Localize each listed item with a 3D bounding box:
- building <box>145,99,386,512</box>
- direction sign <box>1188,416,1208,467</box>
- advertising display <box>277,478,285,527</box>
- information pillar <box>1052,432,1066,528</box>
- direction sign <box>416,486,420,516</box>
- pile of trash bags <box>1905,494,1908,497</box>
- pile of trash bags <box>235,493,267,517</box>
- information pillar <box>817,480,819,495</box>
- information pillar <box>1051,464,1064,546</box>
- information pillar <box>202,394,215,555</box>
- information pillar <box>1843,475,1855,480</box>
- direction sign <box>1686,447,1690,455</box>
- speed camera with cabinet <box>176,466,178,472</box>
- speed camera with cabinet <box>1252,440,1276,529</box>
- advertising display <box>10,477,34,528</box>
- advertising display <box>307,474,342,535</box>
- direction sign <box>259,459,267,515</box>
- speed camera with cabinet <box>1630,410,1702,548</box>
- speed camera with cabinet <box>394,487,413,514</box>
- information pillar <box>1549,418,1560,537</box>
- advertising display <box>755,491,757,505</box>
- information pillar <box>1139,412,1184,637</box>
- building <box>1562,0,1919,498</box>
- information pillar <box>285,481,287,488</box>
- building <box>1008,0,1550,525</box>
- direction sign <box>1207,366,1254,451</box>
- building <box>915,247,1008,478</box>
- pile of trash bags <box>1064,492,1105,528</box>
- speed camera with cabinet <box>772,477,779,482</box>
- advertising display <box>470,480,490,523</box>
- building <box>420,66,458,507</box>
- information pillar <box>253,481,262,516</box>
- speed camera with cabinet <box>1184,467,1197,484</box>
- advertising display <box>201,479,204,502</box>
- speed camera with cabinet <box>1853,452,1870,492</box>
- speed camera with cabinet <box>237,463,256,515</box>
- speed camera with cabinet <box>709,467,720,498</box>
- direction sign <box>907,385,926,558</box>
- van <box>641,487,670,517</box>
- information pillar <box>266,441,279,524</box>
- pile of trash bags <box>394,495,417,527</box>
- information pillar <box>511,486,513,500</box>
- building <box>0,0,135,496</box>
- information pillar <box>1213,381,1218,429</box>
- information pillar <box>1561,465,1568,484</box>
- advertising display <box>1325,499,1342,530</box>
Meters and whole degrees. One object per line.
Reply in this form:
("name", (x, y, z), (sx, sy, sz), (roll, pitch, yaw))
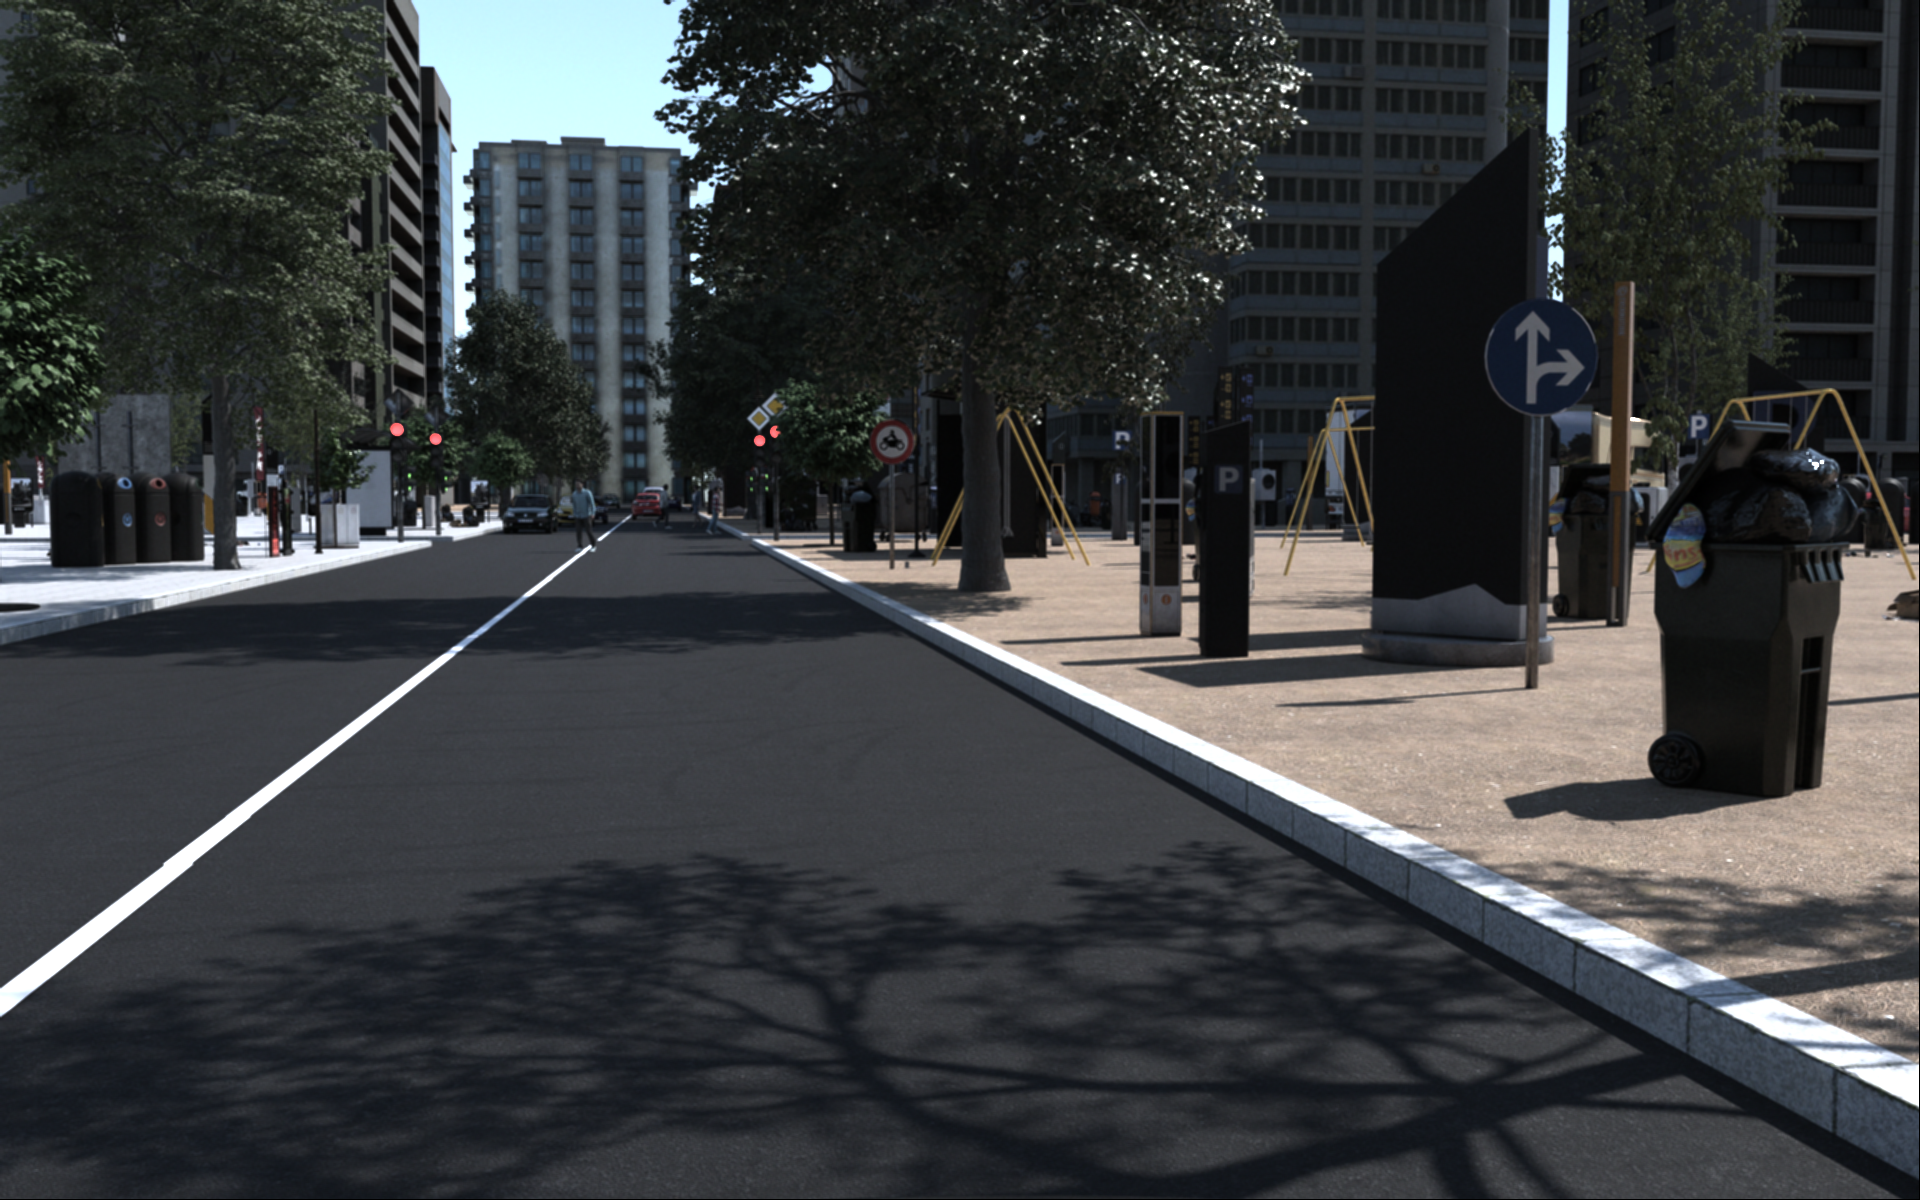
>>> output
("building", (-51.939, -21.971, 130.928), (14.160, 30.474, 14.107), (-1, 4, -10))
("direction sign", (7.042, -3.561, 50.226), (0.876, 3.537, 0.379), (1, 4, 10))
("advertising display", (-26.658, -3.843, 68.049), (0.123, 1.923, 0.974), (-2, 4, -31))
("information pillar", (3.709, -4.494, 64.826), (0.504, 3.616, 0.183), (-1, 4, -13))
("direction sign", (-32.499, -6.822, 103.532), (0.876, 3.537, 0.379), (1, 4, 22))
("pile of trash bags", (36.772, -3.507, 67.095), (1.912, 1.369, 3.447), (3, 5, 41))
("pile of trash bags", (-41.282, -5.450, 98.853), (3.447, 1.369, 1.912), (-3, 5, -40))
("information pillar", (-9.924, -7.871, 120.052), (0.183, 3.616, 0.504), (-3, 5, -40))
("information pillar", (2.413, -2.342, 42.783), (0.304, 2.012, 0.304), (0, 4, 7))
("information pillar", (-15.663, -2.760, 36.480), (0.504, 3.616, 0.183), (-1, 4, -8))
("information pillar", (33.645, -3.737, 65.594), (0.304, 2.012, 0.304), (-1, 4, -18))
("direction sign", (34.999, -5.588, 83.354), (0.379, 3.537, 0.876), (1, 4, 15))
("speed camera with cabinet", (-54.045, -7.741, 120.893), (0.660, 3.252, 2.038), (3, 4, 38))
("speed camera with cabinet", (10.402, -4.162, 62.388), (2.038, 3.252, 0.660), (-2, 4, -28))
("advertising display", (-35.919, -3.725, 66.114), (0.974, 1.923, 0.123), (-1, 4, -14))
("advertising display", (-20.044, -3.017, 54.549), (0.974, 1.923, 0.123), (0, 4, -3))
("direction sign", (-42.378, -6.955, 105.718), (0.876, 3.537, 0.379), (1, 4, 15))
("speed camera with cabinet", (16.788, -2.868, 41.221), (0.660, 3.252, 2.038), (-3, 5, -44))
("speed camera with cabinet", (-35.606, -7.081, 110.109), (0.660, 3.252, 2.038), (1, 4, 15))
("information pillar", (17.634, -3.683, 51.567), (0.183, 3.616, 0.504), (-2, 4, -24))
("advertising display", (-12.969, -6.401, 109.873), (0.974, 1.923, 0.123), (2, 4, 34))
("information pillar", (1.815, -0.681, 15.629), (0.304, 2.012, 0.304), (-1, 4, -14))
("building", (46.068, -39.795, 88.898), (20.611, 71.187, 20.563), (-1, 4, -10))
("information pillar", (-36.910, -5.505, 94.497), (0.304, 2.012, 0.304), (0, 4, 4))
("building", (15.725, -24.196, 87.482), (23.993, 40.220, 32.217), (-1, 4, -10))
("direction sign", (4.922, -2.384, 30.970), (0.876, 3.537, 0.379), (-3, 4, -37))
("building", (12.622, -16.854, 120.598), (27.650, 21.520, 28.899), (-1, 4, -10))
("pile of trash bags", (4.884, -3.490, 66.816), (1.912, 1.369, 3.447), (-1, 4, -9))
("speed camera with cabinet", (-9.935, -6.434, 99.533), (2.038, 3.252, 0.660), (1, 4, 10))
("advertising display", (-21.559, -4.440, 77.810), (0.974, 1.923, 0.123), (1, 4, 17))
("building", (-60.029, -32.274, 177.789), (14.200, 45.320, 14.600), (-1, 4, -10))
("information pillar", (-40.991, -5.907, 101.066), (0.304, 2.012, 0.304), (2, 4, 33))
("speed camera with cabinet", (7.878, -4.151, 62.206), (2.038, 3.252, 0.660), (-2, 4, -24))
("advertising display", (-32.357, -4.276, 75.126), (0.974, 1.923, 0.123), (-1, 4, -13))
("speed camera with cabinet", (40.247, -5.165, 78.791), (2.038, 3.252, 0.660), (0, 4, 1))
("speed camera with cabinet", (-44.895, -7.011, 108.969), (0.660, 3.252, 2.038), (-3, 5, -40))
("speed camera with cabinet", (-14.908, -7.071, 109.946), (2.038, 3.252, 0.660), (-1, 4, -9))
("direction sign", (-0.879, -2.632, 35.028), (0.379, 3.537, 0.876), (0, 4, 6))
("van", (-19.686, -6.395, 111.570), (2.013, 2.044, 4.112), (-1, 4, -9))
("information pillar", (-29.048, -5.003, 73.151), (0.504, 3.616, 0.183), (0, 4, -6))
("pile of trash bags", (-22.471, -3.593, 68.493), (1.912, 1.369, 3.447), (-1, 4, -14))
("information pillar", (-28.136, -7.179, 108.735), (0.183, 3.616, 0.504), (0, 4, -5))
("building", (-94.291, -38.278, 167.845), (28.212, 58.520, 21.231), (-1, 4, -10))
("information pillar", (4.870, -2.515, 32.475), (0.183, 3.616, 0.504), (-1, 4, -12))
("information pillar", (15.409, -2.404, 43.794), (0.304, 2.012, 0.304), (-3, 5, -41))
("advertising display", (13.349, -3.470, 61.949), (0.123, 1.923, 0.974), (3, 5, 42))
